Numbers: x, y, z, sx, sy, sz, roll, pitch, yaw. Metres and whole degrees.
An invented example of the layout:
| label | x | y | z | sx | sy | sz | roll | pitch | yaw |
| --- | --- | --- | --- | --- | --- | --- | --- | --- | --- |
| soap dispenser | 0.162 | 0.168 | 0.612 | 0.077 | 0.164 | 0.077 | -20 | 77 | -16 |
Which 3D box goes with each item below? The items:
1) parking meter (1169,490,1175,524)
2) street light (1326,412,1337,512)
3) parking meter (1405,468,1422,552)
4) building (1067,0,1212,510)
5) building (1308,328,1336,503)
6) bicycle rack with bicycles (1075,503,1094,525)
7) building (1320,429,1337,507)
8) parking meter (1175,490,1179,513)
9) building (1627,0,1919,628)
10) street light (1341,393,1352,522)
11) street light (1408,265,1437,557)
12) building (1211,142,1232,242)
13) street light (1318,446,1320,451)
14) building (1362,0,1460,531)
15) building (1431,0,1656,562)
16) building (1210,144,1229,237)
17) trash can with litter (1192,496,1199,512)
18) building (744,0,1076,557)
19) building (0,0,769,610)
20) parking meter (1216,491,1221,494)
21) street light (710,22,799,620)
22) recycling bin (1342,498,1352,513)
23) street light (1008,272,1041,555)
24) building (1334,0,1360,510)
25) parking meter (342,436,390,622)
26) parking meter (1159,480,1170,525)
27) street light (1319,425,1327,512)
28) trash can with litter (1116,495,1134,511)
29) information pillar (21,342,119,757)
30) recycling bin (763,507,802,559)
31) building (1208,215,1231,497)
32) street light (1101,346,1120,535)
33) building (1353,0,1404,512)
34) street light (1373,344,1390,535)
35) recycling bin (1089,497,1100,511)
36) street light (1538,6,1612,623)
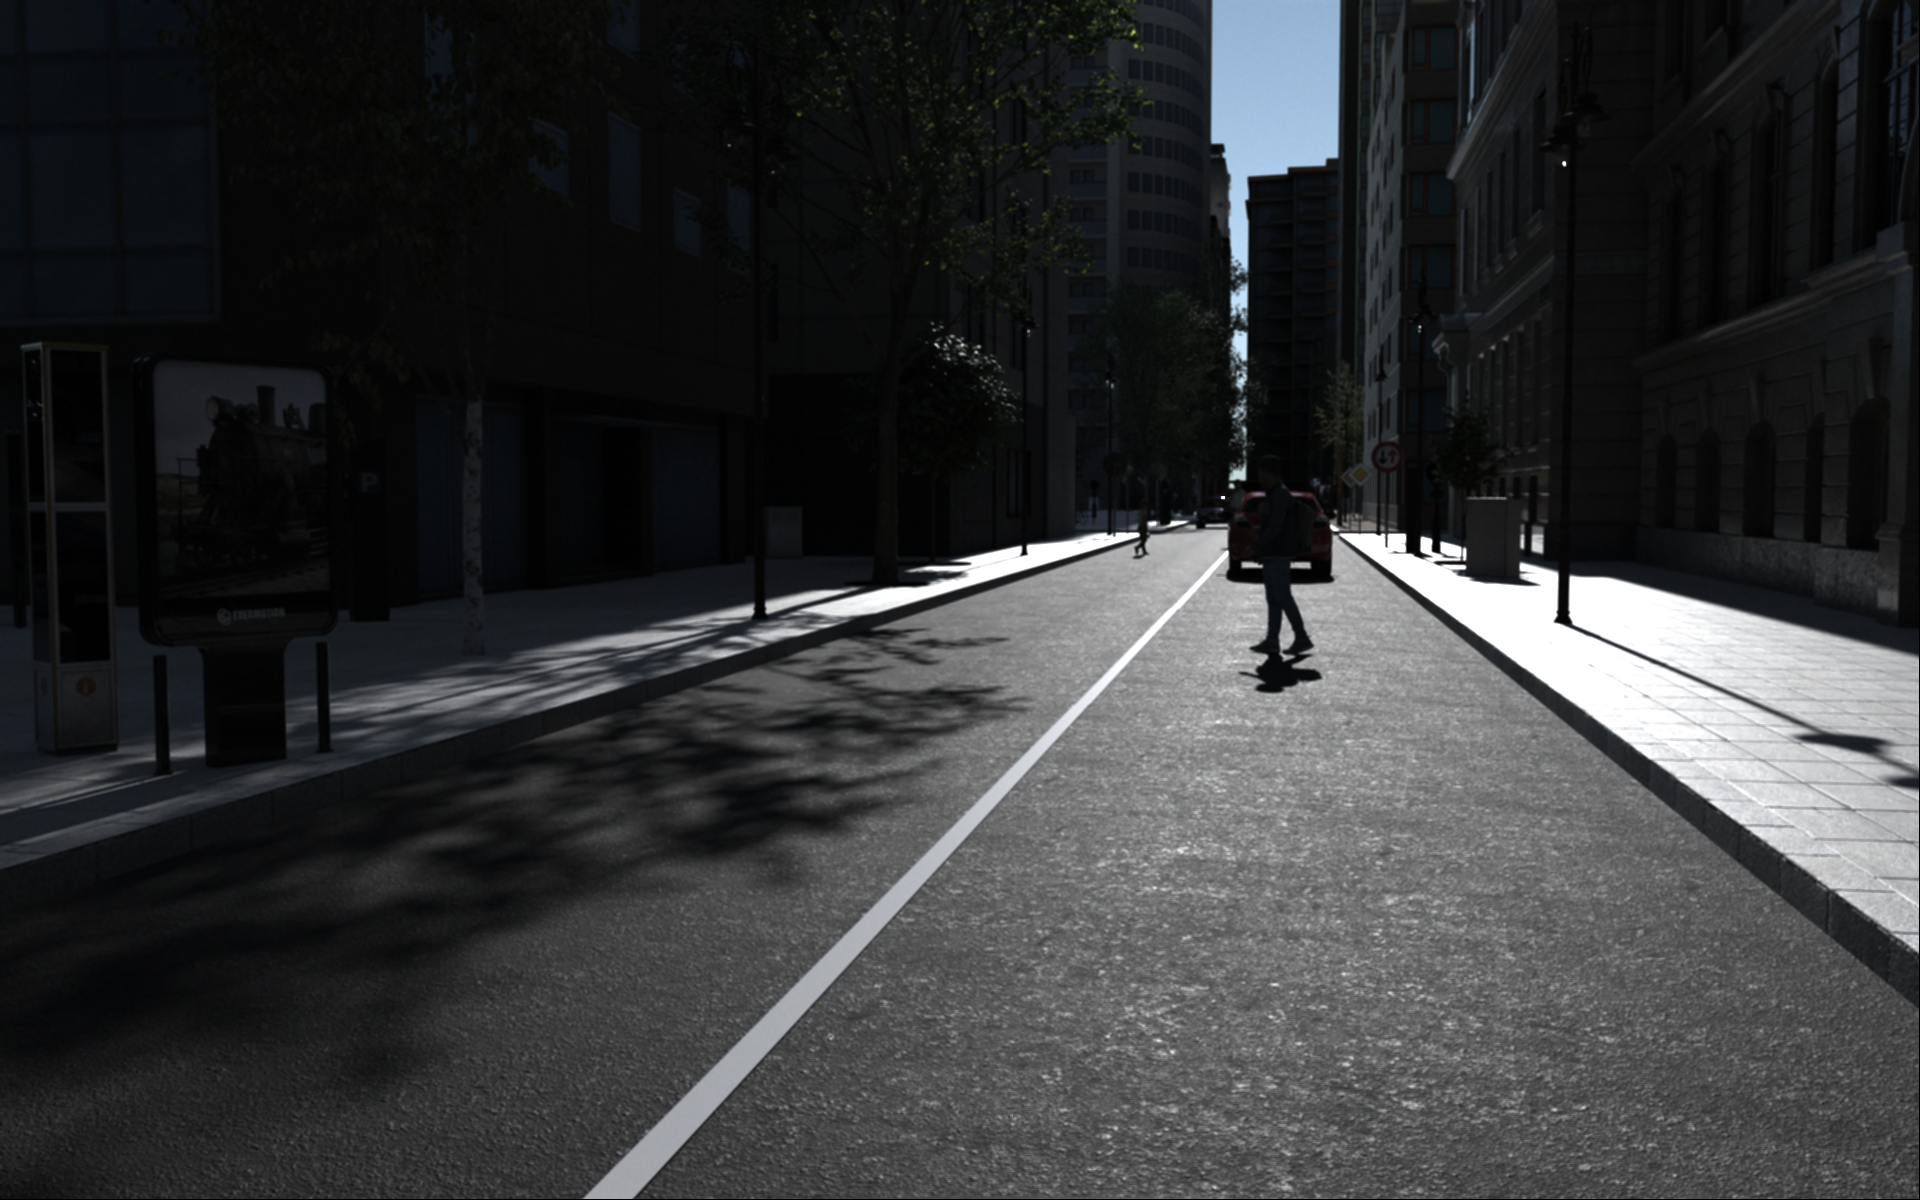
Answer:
| label | x | y | z | sx | sy | sz | roll | pitch | yaw |
| --- | --- | --- | --- | --- | --- | --- | --- | --- | --- |
| parking meter | 8.817 | -4.005 | 73.893 | 0.372 | 1.533 | 0.369 | 0 | 3 | 0 |
| street light | 21.171 | -7.666 | 98.132 | 0.468 | 5.910 | 1.993 | 1 | 4 | 11 |
| parking meter | 10.061 | -1.999 | 38.389 | 0.255 | 1.863 | 0.399 | 2 | 4 | 31 |
| building | 10.853 | -37.325 | 152.265 | 21.231 | 58.520 | 28.212 | 1 | 4 | 11 |
| building | 53.192 | -21.280 | 192.969 | 27.650 | 21.520 | 28.899 | 1 | 4 | 11 |
| bicycle rack with bicycles | 4.237 | -3.610 | 72.413 | 2.852 | 0.926 | 2.925 | 2 | 4 | 30 |
| building | 45.696 | -51.900 | 161.232 | 22.319 | 86.520 | 31.000 | 1 | 4 | 11 |
| parking meter | 14.814 | -6.759 | 118.916 | 0.372 | 1.533 | 0.369 | 0 | 3 | 0 |
| building | 14.481 | -11.907 | 13.758 | 14.460 | 24.649 | 34.723 | 1 | 4 | 11 |
| street light | 17.746 | -6.535 | 79.639 | 0.468 | 5.910 | 1.993 | 1 | 4 | 11 |
| street light | 9.344 | -3.814 | 35.154 | 0.468 | 5.910 | 1.993 | 1 | 4 | 11 |
| building | 21.152 | -37.601 | 234.376 | 30.456 | 49.044 | 23.786 | 1 | 4 | 11 |
| street light | 28.019 | -9.908 | 134.775 | 0.468 | 5.910 | 1.993 | 1 | 4 | 11 |
| building | 32.150 | -13.841 | 71.341 | 28.899 | 21.520 | 27.650 | 1 | 4 | 11 |
| building | 19.037 | -15.579 | 40.627 | 13.634 | 28.700 | 20.117 | 1 | 4 | 11 |
| building | 24.579 | -31.884 | 204.900 | 14.086 | 41.232 | 14.154 | 1 | 4 | 11 |
| trash can with litter | 16.678 | -6.932 | 124.729 | 1.055 | 1.170 | 0.624 | -3 | 5 | -44 |
| building | -8.328 | -37.100 | 44.831 | 20.611 | 71.187 | 20.563 | 1 | 4 | 11 |
| building | -11.668 | -22.960 | 25.507 | 14.600 | 45.320 | 14.200 | 1 | 4 | 11 |
| parking meter | 19.915 | -7.658 | 133.625 | 0.372 | 1.533 | 0.369 | 0 | 3 | 0 |
| street light | -2.053 | -2.741 | 17.602 | 0.468 | 5.910 | 1.993 | 1 | 4 | 11 |
| recycling bin | 25.706 | -6.305 | 115.648 | 0.722 | 1.027 | 0.722 | 0 | 4 | -2 |
| street light | 1.351 | -3.875 | 36.143 | 0.468 | 5.910 | 1.993 | 1 | 4 | 11 |
| building | 37.909 | -30.005 | 140.687 | 14.600 | 45.320 | 14.200 | 1 | 4 | 11 |
| parking meter | -5.988 | -0.718 | 17.454 | 0.399 | 1.863 | 0.255 | -2 | 4 | -31 |
| parking meter | 8.539 | -4.074 | 72.314 | 0.399 | 1.863 | 0.255 | -1 | 4 | -17 |
| street light | 24.541 | -8.762 | 116.051 | 0.468 | 5.910 | 1.993 | 1 | 4 | 11 |
| trash can with litter | 12.008 | -7.180 | 128.458 | 2.233 | 1.210 | 1.678 | -1 | 4 | -23 |
| information pillar | -4.407 | -0.250 | 8.586 | 0.304 | 2.012 | 0.304 | 3 | 5 | 44 |
| recycling bin | -3.542 | -1.337 | 34.412 | 0.722 | 1.027 | 0.722 | -1 | 4 | -15 |
| building | 22.046 | -25.475 | 188.212 | 14.160 | 30.474 | 14.107 | 1 | 4 | 11 |
| street light | 4.690 | -4.971 | 54.068 | 0.468 | 5.910 | 1.993 | 1 | 4 | 11 |
| building | 36.107 | -27.097 | 126.622 | 14.154 | 41.232 | 14.086 | 1 | 4 | 11 |
| street light | 12.984 | -4.940 | 53.564 | 0.468 | 5.910 | 1.993 | 1 | 4 | 11 |
| recycling bin | 10.266 | -7.325 | 132.315 | 0.722 | 1.027 | 0.722 | 1 | 4 | 19 |
| street light | 6.008 | -2.709 | 17.077 | 0.468 | 5.910 | 1.993 | 1 | 4 | 11 |
